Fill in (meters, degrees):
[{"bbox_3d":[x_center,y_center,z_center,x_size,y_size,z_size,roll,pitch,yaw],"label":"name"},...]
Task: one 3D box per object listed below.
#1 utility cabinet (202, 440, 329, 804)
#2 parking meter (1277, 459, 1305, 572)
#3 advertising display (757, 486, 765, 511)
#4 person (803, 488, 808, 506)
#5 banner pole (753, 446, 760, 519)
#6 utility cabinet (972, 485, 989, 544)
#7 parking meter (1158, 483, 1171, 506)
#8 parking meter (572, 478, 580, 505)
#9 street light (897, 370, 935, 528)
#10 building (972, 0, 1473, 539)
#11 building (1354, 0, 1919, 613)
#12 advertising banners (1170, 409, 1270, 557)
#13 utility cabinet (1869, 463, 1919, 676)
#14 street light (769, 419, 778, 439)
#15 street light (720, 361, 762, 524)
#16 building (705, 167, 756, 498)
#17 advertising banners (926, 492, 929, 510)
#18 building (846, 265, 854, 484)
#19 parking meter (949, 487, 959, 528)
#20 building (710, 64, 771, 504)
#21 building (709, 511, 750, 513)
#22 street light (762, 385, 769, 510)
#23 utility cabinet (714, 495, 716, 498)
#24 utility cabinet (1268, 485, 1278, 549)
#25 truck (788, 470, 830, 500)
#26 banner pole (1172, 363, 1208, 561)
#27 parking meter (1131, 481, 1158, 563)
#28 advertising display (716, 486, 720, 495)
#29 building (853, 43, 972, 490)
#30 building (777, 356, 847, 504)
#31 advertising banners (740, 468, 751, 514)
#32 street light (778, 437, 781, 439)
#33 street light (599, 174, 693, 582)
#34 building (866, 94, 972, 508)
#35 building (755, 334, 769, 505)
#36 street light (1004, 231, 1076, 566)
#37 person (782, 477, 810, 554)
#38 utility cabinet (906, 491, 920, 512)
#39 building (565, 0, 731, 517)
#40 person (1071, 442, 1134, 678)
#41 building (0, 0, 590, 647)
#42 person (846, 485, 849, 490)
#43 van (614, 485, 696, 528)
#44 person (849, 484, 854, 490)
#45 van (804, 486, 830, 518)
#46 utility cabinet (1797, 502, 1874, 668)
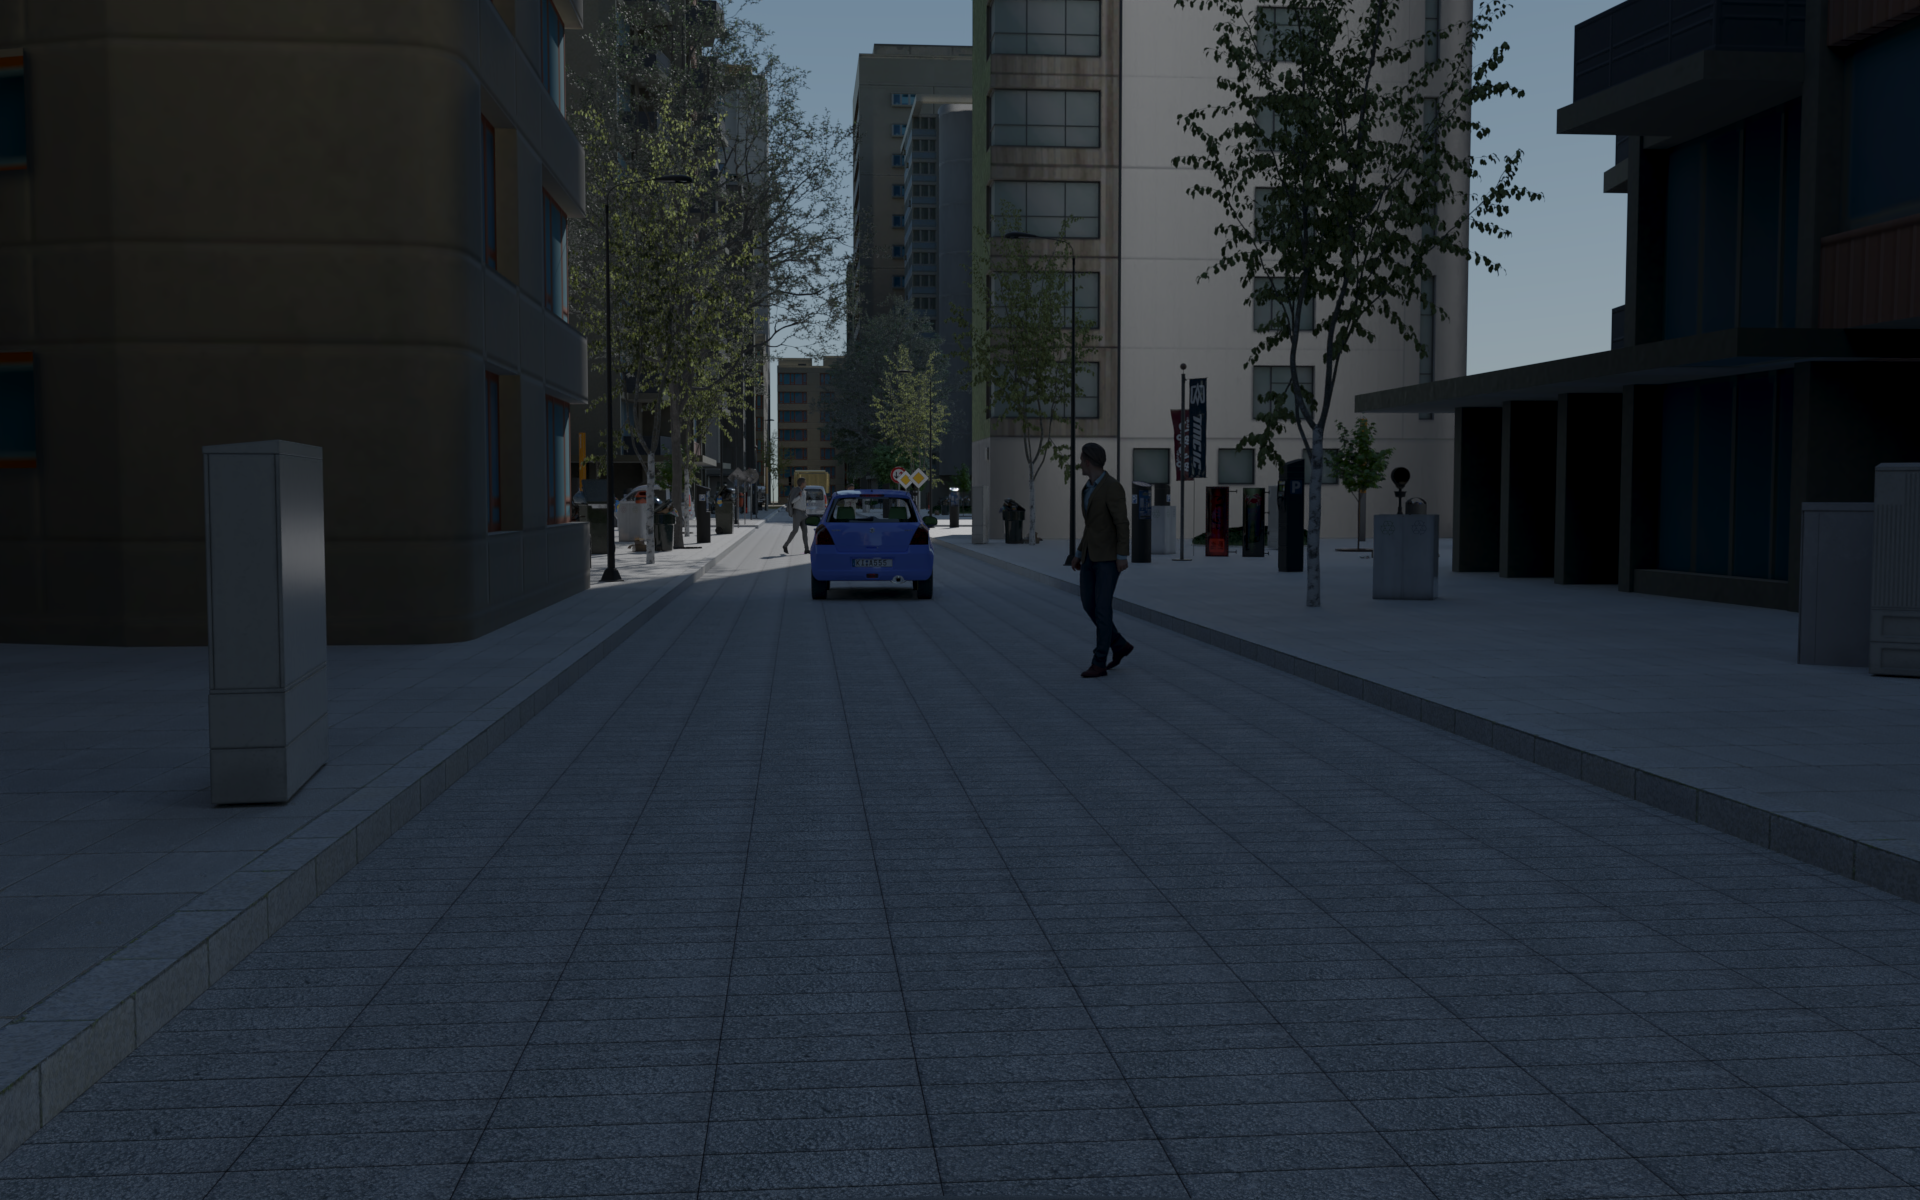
[{"bbox_3d":[-3.038,0.066,7.603,0.318,1.500,1.173,-1,4,-12],"label":"utility cabinet"},{"bbox_3d":[5.445,-1.395,28.521,0.399,1.863,0.255,-1,4,-22],"label":"parking meter"},{"bbox_3d":[-15.577,-7.929,134.854,0.974,1.923,0.123,-2,4,-32],"label":"advertising display"},{"bbox_3d":[-7.420,-4.498,81.411,0.474,1.900,0.648,1,4,10],"label":"person"},{"bbox_3d":[-10.715,-6.175,90.973,0.401,3.779,0.863,0,4,-8],"label":"banner pole"},{"bbox_3d":[0.515,-2.203,44.705,0.318,1.500,1.173,1,4,8],"label":"utility cabinet"},{"bbox_3d":[4.649,-1.921,39.815,0.372,1.533,0.369,0,3,0],"label":"parking meter"},{"bbox_3d":[-13.624,-3.435,61.878,0.255,1.863,0.399,2,4,32],"label":"parking meter"},{"bbox_3d":[-1.641,-5.654,64.984,1.470,5.913,1.316,0,4,-5],"label":"street light"},{"bbox_3d":[7.208,-22.727,55.177,14.154,41.232,14.086,0,4,-5],"label":"building"},{"bbox_3d":[18.880,-22.086,15.731,22.147,44.769,28.867,0,4,-5],"label":"building"},{"bbox_3d":[5.296,-2.399,35.416,2.074,3.025,0.090,1,4,22],"label":"advertising banners"},{"bbox_3d":[6.946,-0.198,11.908,1.173,1.500,0.318,2,4,34],"label":"utility cabinet"},{"bbox_3d":[-12.186,-8.243,107.317,1.470,5.913,1.316,0,4,-5],"label":"street light"},{"bbox_3d":[-7.717,-5.348,59.978,1.470,5.913,1.316,0,4,-5],"label":"street light"},{"bbox_3d":[-25.601,-23.455,155.198,14.160,30.474,14.107,0,4,-5],"label":"building"},{"bbox_3d":[-2.549,-8.832,140.584,0.090,3.025,2.074,1,4,9],"label":"advertising banners"},{"bbox_3d":[-7.238,-27.233,216.955,14.160,30.474,14.107,0,4,-5],"label":"building"},{"bbox_3d":[-0.217,-3.530,66.119,0.372,1.533,0.369,0,3,0],"label":"parking meter"},{"bbox_3d":[-40.520,-42.698,240.118,28.212,58.520,21.231,0,4,-5],"label":"building"},{"bbox_3d":[-31.479,-26.461,124.516,32.217,40.220,23.993,0,4,-5],"label":"building"},{"bbox_3d":[-8.957,-6.160,73.257,1.470,5.913,1.316,0,4,-5],"label":"street light"},{"bbox_3d":[-20.285,-8.282,146.579,1.020,1.237,0.306,1,4,15],"label":"utility cabinet"},{"bbox_3d":[7.391,-1.900,39.740,0.318,1.500,1.173,-1,4,-9],"label":"utility cabinet"},{"bbox_3d":[-12.044,-8.802,139.836,3.469,3.379,9.791,0,4,-7],"label":"truck"},{"bbox_3d":[4.413,-2.632,33.050,0.401,3.779,0.863,-3,4,-38],"label":"banner pole"},{"bbox_3d":[3.389,-1.463,32.339,0.372,1.533,0.369,0,3,0],"label":"parking meter"},{"bbox_3d":[-20.091,-8.573,145.375,0.974,1.923,0.123,3,4,36],"label":"advertising display"},{"bbox_3d":[-0.394,-34.313,184.717,21.300,48.544,21.600,0,4,-5],"label":"building"},{"bbox_3d":[-11.413,-24.622,247.616,28.899,21.520,27.650,0,4,-5],"label":"building"},{"bbox_3d":[-14.113,-7.211,114.086,0.090,3.025,2.074,1,4,14],"label":"advertising banners"},{"bbox_3d":[-15.360,-10.366,142.027,1.470,5.913,1.316,0,4,-5],"label":"street light"},{"bbox_3d":[-4.577,-3.226,25.283,1.470,5.913,1.316,0,4,-5],"label":"street light"},{"bbox_3d":[7.457,-28.782,162.462,32.217,40.220,23.993,0,4,-5],"label":"building"},{"bbox_3d":[-37.860,-22.221,208.348,28.899,21.520,27.650,0,4,-5],"label":"building"},{"bbox_3d":[1.479,-3.566,30.850,1.470,5.913,1.316,0,4,-5],"label":"street light"},{"bbox_3d":[-3.878,-2.007,41.418,0.850,1.850,0.679,2,4,24],"label":"person"},{"bbox_3d":[-3.389,-6.996,123.063,1.173,1.500,0.318,2,4,35],"label":"utility cabinet"},{"bbox_3d":[-23.368,-26.559,88.860,22.147,44.769,28.867,0,4,-5],"label":"building"},{"bbox_3d":[1.123,-0.331,13.818,0.656,1.842,0.836,2,4,34],"label":"person"},{"bbox_3d":[-17.493,-9.930,7.397,27.650,21.520,28.899,0,4,-5],"label":"building"},{"bbox_3d":[-4.730,-3.946,73.039,0.654,1.822,0.581,-2,4,-27],"label":"person"},{"bbox_3d":[-12.753,-3.841,69.809,4.112,2.044,2.013,0,4,-4],"label":"van"},{"bbox_3d":[-3.945,-3.304,62.695,0.511,1.800,0.466,-2,4,-28],"label":"person"},{"bbox_3d":[-7.670,-5.072,89.935,2.013,2.044,4.112,0,4,-4],"label":"van"},{"bbox_3d":[6.818,-0.104,12.865,1.020,1.237,0.306,2,4,34],"label":"utility cabinet"}]
